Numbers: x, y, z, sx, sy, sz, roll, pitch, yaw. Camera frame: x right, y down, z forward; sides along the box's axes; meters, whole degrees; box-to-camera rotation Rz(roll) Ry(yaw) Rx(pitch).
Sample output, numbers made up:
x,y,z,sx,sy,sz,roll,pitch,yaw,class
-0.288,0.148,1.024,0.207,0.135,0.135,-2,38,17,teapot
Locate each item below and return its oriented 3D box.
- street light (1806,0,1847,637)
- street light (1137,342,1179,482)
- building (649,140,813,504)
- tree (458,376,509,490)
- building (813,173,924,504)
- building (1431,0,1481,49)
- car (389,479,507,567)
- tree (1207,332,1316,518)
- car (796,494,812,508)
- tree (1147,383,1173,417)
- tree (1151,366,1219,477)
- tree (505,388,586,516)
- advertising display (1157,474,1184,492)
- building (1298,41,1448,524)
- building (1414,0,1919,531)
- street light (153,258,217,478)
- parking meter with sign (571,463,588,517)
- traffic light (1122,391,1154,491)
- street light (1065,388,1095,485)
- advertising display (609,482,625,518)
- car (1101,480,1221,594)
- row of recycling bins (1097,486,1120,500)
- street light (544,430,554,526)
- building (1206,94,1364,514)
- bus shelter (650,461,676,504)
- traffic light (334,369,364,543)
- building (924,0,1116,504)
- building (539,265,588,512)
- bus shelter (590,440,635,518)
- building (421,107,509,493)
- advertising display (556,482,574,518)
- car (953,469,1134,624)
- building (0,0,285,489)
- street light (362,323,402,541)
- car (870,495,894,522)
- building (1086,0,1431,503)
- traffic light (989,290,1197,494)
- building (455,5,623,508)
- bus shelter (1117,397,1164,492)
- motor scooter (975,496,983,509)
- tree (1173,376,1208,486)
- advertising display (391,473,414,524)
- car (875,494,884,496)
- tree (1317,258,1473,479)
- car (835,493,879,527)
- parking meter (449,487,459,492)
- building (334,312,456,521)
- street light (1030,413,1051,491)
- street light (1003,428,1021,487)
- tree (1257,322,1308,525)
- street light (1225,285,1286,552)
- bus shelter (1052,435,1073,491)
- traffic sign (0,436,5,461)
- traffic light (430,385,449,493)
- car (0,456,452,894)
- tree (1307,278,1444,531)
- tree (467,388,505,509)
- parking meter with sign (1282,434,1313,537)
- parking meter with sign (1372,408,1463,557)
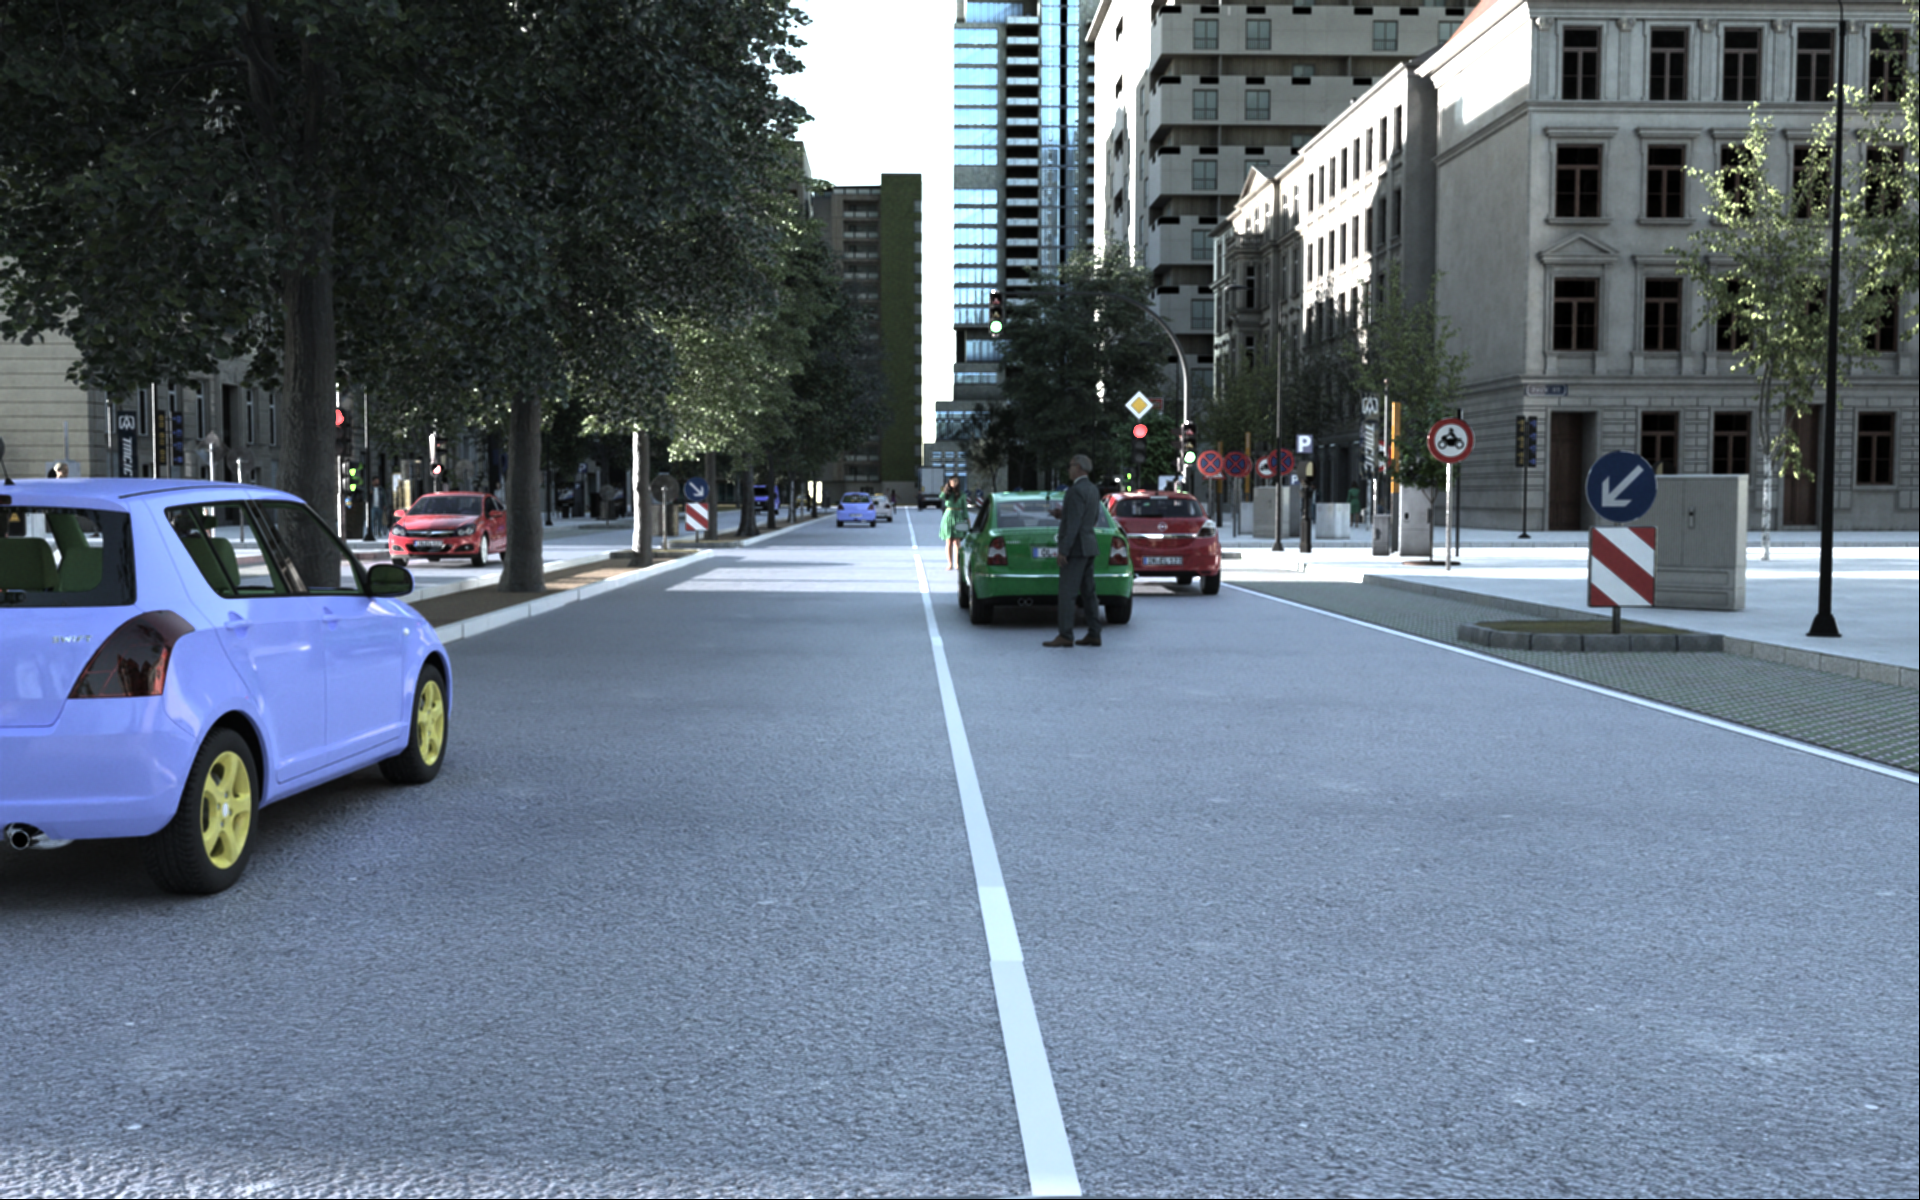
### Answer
x,y,z,sx,sy,sz,roll,pitch,yaw,class
7.287,-2.627,15.499,1.470,5.913,1.316,0,4,-2,street light
6.093,-4.915,52.895,1.470,5.913,1.316,0,4,-2,street light
-30.235,-36.841,226.044,21.600,48.544,21.300,0,4,-2,building
-24.972,-8.712,92.809,4.360,8.622,3.978,0,3,0,tree
-11.769,-32.980,222.816,14.086,41.232,14.154,0,4,-2,building
28.699,-34.074,146.344,28.713,52.752,27.495,0,4,-2,building
-10.370,-1.619,35.518,2.155,1.783,4.494,0,4,-3,car
14.294,-7.827,78.335,4.737,8.622,4.395,0,3,0,tree
-15.772,-10.059,174.689,2.015,1.641,3.980,0,4,-1,car
13.364,-9.939,112.858,4.737,8.622,4.395,0,3,0,tree
12.922,-9.124,99.532,4.360,8.622,3.978,0,3,0,tree
-24.102,-9.235,101.347,4.737,8.622,4.395,0,3,0,tree
6.861,-3.120,56.218,0.974,1.923,0.123,2,4,31,advertising display
22.215,-14.049,78.855,9.793,20.994,18.267,0,4,-2,building
28.869,-13.937,64.027,21.152,22.565,11.583,0,4,-2,building
-14.965,-3.721,33.384,1.470,5.913,1.316,0,4,-2,street light
-21.337,-6.158,96.942,0.543,3.016,1.738,0,4,3,parking meter with sign
4.839,-3.561,47.138,0.839,4.253,0.868,0,4,-2,traffic light
5.304,-6.313,75.763,1.470,5.913,1.316,0,4,-2,street light
-18.392,-5.331,92.382,0.974,1.923,0.123,0,4,-1,advertising display
2.809,-1.052,26.236,2.155,1.783,4.494,0,4,0,car
7.025,-5.016,89.123,1.069,1.692,3.534,3,5,39,row of recycling bins
-16.208,-5.986,70.409,1.470,5.913,1.316,0,4,-2,street light
23.539,-17.528,105.668,14.460,24.649,34.723,0,4,-2,building
-18.885,-7.111,110.182,2.014,3.302,5.546,0,4,-2,bus shelter
-13.750,-3.034,38.526,0.839,4.253,0.868,0,4,-2,traffic light
10.650,-55.836,225.591,31.000,86.520,22.319,0,4,-2,building
-36.031,-21.792,127.996,14.160,30.474,14.107,0,4,-2,building
-19.469,-7.336,97.575,2.179,5.291,8.768,0,4,-2,bus shelter
-36.034,-19.853,110.493,13.634,28.700,20.117,0,4,-2,building
-21.000,-5.317,92.143,0.974,1.923,0.123,-3,4,-37,advertising display
0.925,-0.716,20.495,1.959,1.807,4.718,0,4,-3,car
-34.714,-16.580,68.346,12.463,27.353,25.104,0,4,-2,building
-15.519,-4.550,46.936,1.470,5.913,1.316,0,4,-2,street light
-4.455,-4.765,90.266,2.083,1.381,4.827,0,4,-2,car
28.277,-35.752,173.788,28.713,52.752,27.495,0,4,-2,building
3.013,-3.931,38.948,4.771,5.953,1.251,0,4,-2,traffic light
-40.712,-31.901,145.290,21.300,48.544,21.600,0,4,-2,building
7.449,-5.608,69.315,2.179,5.291,8.768,0,4,-2,bus shelter
1.687,-8.625,153.790,0.815,1.314,1.986,0,4,-2,motor scooter
13.721,-8.254,85.309,4.737,8.622,4.395,0,3,0,tree
-16.765,-2.870,52.133,0.974,1.923,0.123,3,4,38,advertising display
-9.044,-11.435,197.192,2.015,1.641,3.980,0,4,-1,car
13.869,-6.309,53.517,4.737,8.622,4.395,0,3,0,tree
-4.554,-4.079,76.276,1.945,1.707,3.694,0,4,-2,car
-17.766,-3.206,60.834,0.372,1.533,0.369,0,3,0,parking meter
-33.787,-13.857,91.185,10.561,19.102,19.286,0,4,-2,building
4.618,-7.712,98.635,1.470,5.913,1.316,0,4,-2,street light
3.702,-9.159,122.287,1.470,5.913,1.316,0,4,-2,street light
14.069,-7.389,71.171,4.360,8.622,3.978,0,3,0,tree
6.585,-4.043,38.644,1.470,5.913,1.316,0,4,-2,street light
7.092,-8.403,115.026,2.179,5.291,8.768,0,4,-2,bus shelter
-18.945,-2.052,33.664,0.768,2.556,0.104,0,4,-1,traffic sign
-11.924,-4.400,46.610,4.771,5.953,1.251,0,4,-2,traffic light
-3.460,0.128,7.505,1.945,1.707,3.694,0,3,0,car
14.405,-6.694,59.802,4.360,8.622,3.978,0,3,0,tree
-25.591,-8.195,84.345,4.737,8.622,4.395,0,3,0,tree
9.824,-3.379,51.514,0.543,3.016,1.738,-1,4,-16,parking meter with sign
9.393,-2.407,35.616,1.738,3.016,0.543,1,4,19,parking meter with sign
